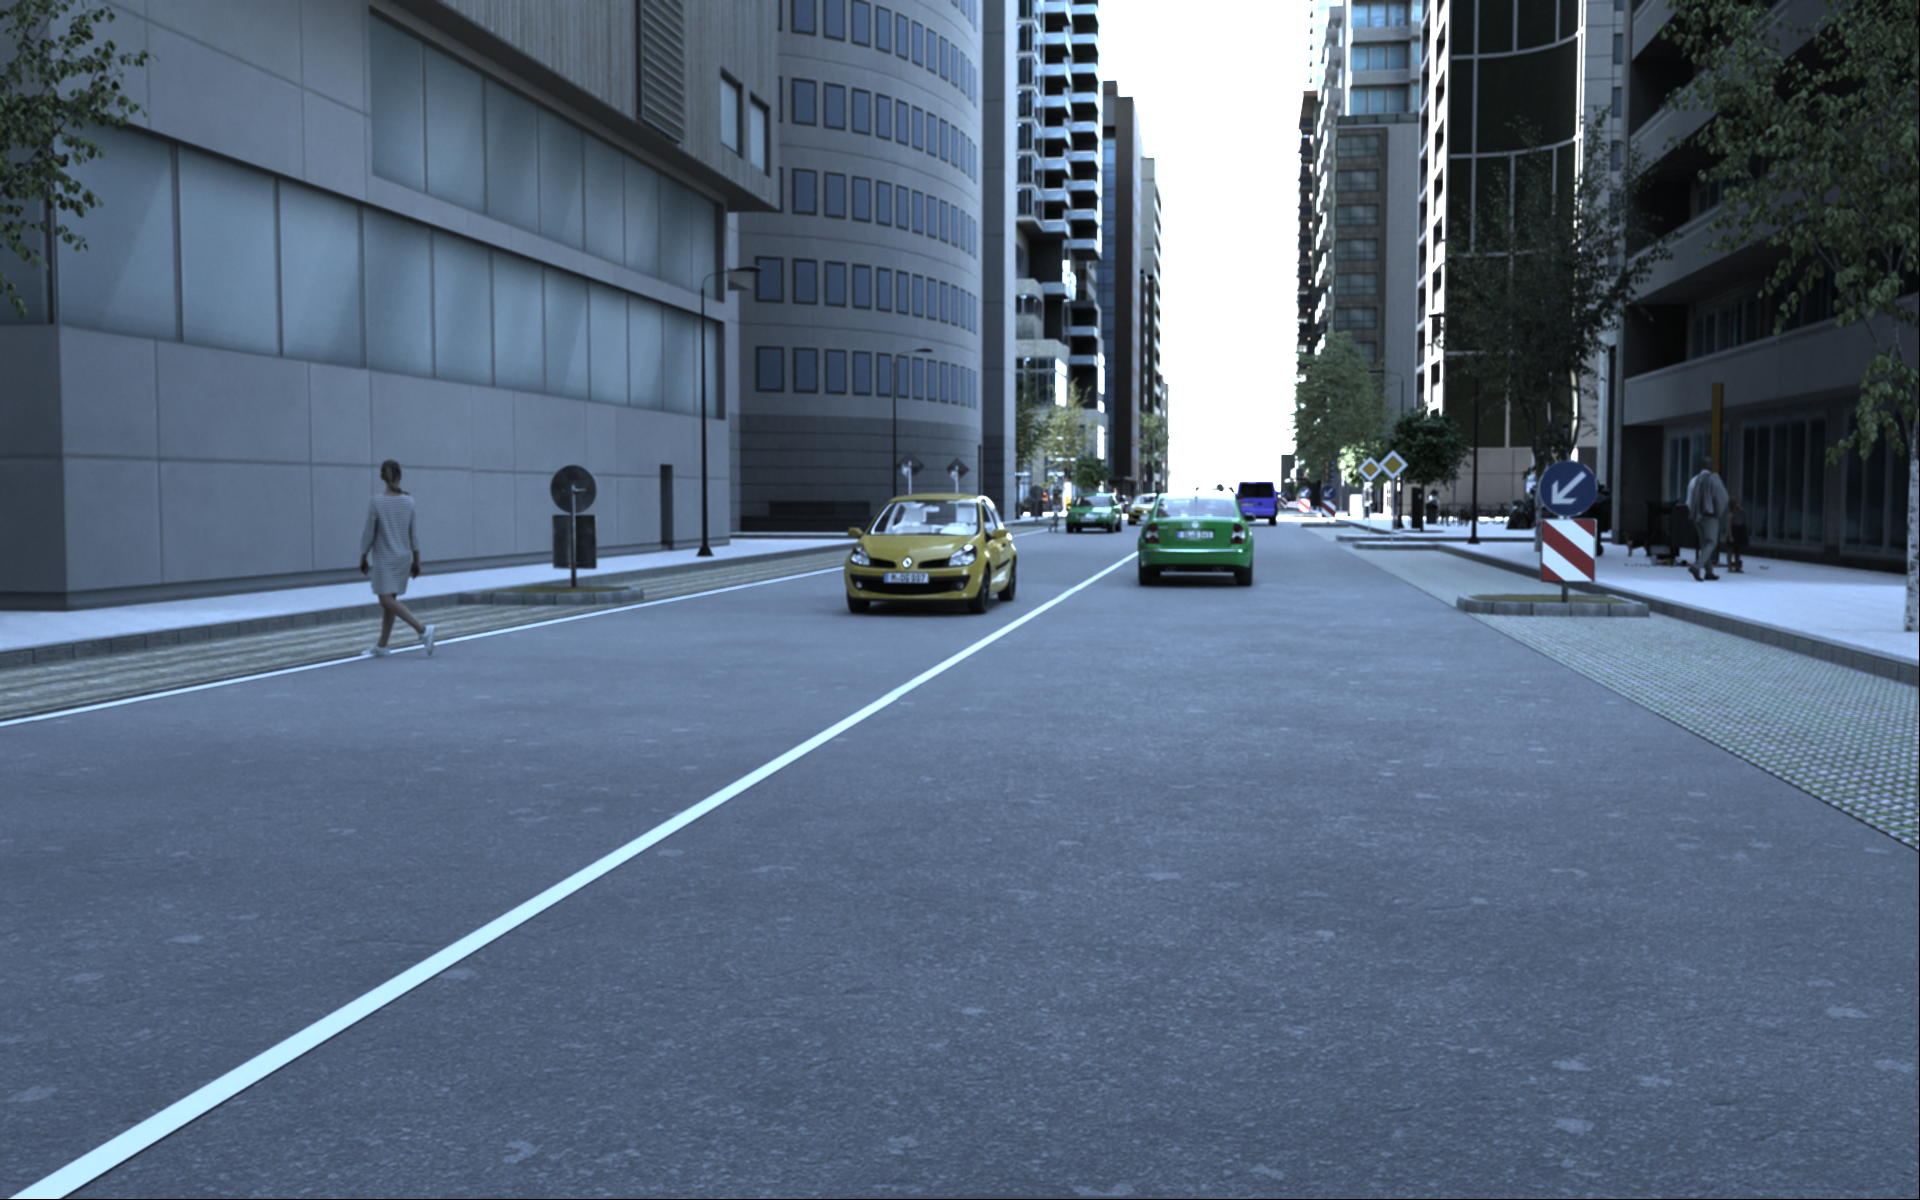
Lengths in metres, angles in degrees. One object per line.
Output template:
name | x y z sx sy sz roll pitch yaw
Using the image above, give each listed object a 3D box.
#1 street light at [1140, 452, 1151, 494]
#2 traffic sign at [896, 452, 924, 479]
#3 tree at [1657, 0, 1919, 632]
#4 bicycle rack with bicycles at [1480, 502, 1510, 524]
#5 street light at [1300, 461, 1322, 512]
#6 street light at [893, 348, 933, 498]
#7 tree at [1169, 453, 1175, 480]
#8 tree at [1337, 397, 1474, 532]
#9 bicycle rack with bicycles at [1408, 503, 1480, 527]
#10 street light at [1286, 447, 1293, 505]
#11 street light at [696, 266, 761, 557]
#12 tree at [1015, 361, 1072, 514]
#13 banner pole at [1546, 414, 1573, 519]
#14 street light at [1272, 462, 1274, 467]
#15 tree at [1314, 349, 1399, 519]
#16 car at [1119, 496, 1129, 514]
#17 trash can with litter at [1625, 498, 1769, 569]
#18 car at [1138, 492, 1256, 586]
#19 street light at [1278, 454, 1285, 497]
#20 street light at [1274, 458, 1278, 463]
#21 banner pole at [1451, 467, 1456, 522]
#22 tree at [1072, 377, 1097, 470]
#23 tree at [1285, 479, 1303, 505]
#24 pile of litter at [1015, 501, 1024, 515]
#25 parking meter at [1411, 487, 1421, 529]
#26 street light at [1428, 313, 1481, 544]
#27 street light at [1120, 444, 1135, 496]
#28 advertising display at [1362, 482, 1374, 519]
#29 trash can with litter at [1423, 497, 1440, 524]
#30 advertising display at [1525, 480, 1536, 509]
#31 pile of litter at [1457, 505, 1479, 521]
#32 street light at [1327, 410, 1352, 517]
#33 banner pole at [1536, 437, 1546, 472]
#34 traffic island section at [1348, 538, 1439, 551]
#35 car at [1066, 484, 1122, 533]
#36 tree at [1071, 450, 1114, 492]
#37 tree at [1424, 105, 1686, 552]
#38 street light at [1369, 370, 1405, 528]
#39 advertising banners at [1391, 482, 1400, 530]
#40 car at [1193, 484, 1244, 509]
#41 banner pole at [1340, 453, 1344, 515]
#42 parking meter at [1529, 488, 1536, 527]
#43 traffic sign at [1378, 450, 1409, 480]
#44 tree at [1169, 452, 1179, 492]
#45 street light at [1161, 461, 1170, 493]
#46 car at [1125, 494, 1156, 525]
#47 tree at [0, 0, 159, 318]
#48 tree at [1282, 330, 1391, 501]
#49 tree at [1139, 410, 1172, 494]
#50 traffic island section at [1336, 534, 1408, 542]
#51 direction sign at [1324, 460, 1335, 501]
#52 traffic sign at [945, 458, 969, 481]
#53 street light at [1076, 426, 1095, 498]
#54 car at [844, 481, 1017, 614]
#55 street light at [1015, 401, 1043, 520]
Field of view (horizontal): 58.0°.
street light | 20.649 -13.499 193.254 1.470 5.913 1.316 1 4 9
traffic sign | -1.382 -2.766 47.409 0.795 2.593 0.064 1 4 9
tree | 8.680 -4.015 16.009 4.737 8.622 4.395 0 3 0
bicycle rack with bicycles | 23.125 -3.719 74.187 2.852 0.926 2.925 -2 4 -35
street light | 25.899 -9.440 126.883 1.470 5.913 1.316 1 4 9
street light | -1.562 -5.066 55.363 1.470 5.913 1.316 1 4 9
tree | 33.037 -20.202 280.671 4.737 8.622 4.395 0 3 0
tree | 15.669 -4.570 58.426 4.285 4.588 4.351 0 3 0
bicycle rack with bicycles | 19.124 -3.431 69.473 2.852 0.926 2.925 1 4 12
street light | 33.256 -12.177 171.642 1.470 5.913 1.316 1 4 9
street light | -4.729 -3.849 35.472 1.470 5.913 1.316 1 4 9
tree | 3.269 -8.919 96.181 4.737 8.622 4.395 0 3 0
banner pole | 18.945 -3.938 54.408 0.863 3.779 0.401 -2 4 -33
street light | 46.291 -17.164 253.173 1.470 5.913 1.316 1 4 9
tree | 20.200 -8.365 87.127 4.737 8.622 4.395 0 3 0
car | 11.180 -6.824 124.159 1.945 1.354 3.894 1 4 9
trash can with litter | 13.020 -1.183 30.399 1.678 1.210 2.233 -2 4 -34
car | 3.895 -1.205 28.499 1.959 1.807 4.718 1 4 8
street light | 38.321 -14.076 202.690 1.470 5.913 1.316 1 4 9
street light | 41.268 -15.230 221.543 1.470 5.913 1.316 1 4 9
banner pole | 22.439 -5.427 78.751 0.401 3.779 0.863 0 4 0
tree | 6.678 -9.774 110.166 4.737 8.622 4.395 0 3 0
tree | 41.292 -13.481 215.010 1.663 3.219 1.824 0 3 0
pile of litter | 3.282 -5.543 104.599 1.176 0.858 1.719 2 4 32
parking meter | 16.993 -3.428 64.466 0.372 1.533 0.369 0 3 0
street light | 12.701 -4.402 44.519 1.470 5.913 1.316 1 4 9
street light | 15.614 -11.587 161.992 1.470 5.913 1.316 1 4 9
advertising display | 21.368 -5.229 90.712 0.123 1.923 0.974 -1 4 -21
trash can with litter | 19.764 -3.797 73.464 1.055 1.170 0.624 0 4 7
advertising display | 27.070 -4.664 81.466 0.974 1.923 0.123 0 4 8
pile of litter | 24.763 -4.305 84.358 1.176 0.858 1.719 2 4 29
street light | 20.991 -7.538 95.783 1.470 5.913 1.316 1 4 9
banner pole | 25.363 -5.227 75.483 0.863 3.779 0.401 0 4 3
traffic island section | 11.370 -1.416 45.425 2.009 0.180 2.903 1 4 9
car | 5.044 -3.431 64.898 1.959 1.807 4.718 1 4 11
tree | 9.675 -8.861 128.596 4.285 4.588 4.351 0 3 0
tree | 11.188 -5.020 32.446 4.360 8.622 3.978 0 3 0
street light | 15.950 -5.639 64.731 1.470 5.913 1.316 1 4 9
advertising banners | 15.793 -4.080 62.901 0.090 3.025 2.074 0 4 6
car | 9.893 -3.591 67.379 2.281 1.827 5.304 1 4 9
banner pole | 22.912 -6.961 103.833 0.401 3.779 0.863 0 4 -4
parking meter | 22.225 -3.583 66.997 0.372 1.533 0.369 0 3 0
traffic sign | 11.346 -2.640 45.347 0.795 2.593 0.064 1 4 9
tree | 34.680 -20.623 287.550 4.360 8.622 3.978 0 3 0
street light | 29.020 -16.660 244.933 1.470 5.913 1.316 1 4 9
car | 8.774 -4.319 80.845 2.015 1.641 3.980 1 4 10
tree | -9.402 -3.954 15.015 4.737 8.622 4.395 0 3 0
tree | 25.944 -12.332 119.757 7.486 12.596 7.792 0 3 0
tree | 21.368 -17.022 204.065 9.928 11.665 9.643 0 3 0
traffic island section | 12.640 -1.898 53.309 2.009 0.180 2.903 1 4 9
direction sign | 24.302 -7.460 113.970 0.379 3.537 0.876 -2 4 -32
traffic sign | -0.112 -3.248 55.293 0.795 2.593 0.064 1 4 9
street light | 8.448 -8.865 117.478 1.470 5.913 1.316 1 4 9
car | -0.315 -0.723 22.049 2.015 1.641 3.980 1 4 9
street light | 3.419 -6.965 86.424 1.470 5.913 1.316 1 4 9
